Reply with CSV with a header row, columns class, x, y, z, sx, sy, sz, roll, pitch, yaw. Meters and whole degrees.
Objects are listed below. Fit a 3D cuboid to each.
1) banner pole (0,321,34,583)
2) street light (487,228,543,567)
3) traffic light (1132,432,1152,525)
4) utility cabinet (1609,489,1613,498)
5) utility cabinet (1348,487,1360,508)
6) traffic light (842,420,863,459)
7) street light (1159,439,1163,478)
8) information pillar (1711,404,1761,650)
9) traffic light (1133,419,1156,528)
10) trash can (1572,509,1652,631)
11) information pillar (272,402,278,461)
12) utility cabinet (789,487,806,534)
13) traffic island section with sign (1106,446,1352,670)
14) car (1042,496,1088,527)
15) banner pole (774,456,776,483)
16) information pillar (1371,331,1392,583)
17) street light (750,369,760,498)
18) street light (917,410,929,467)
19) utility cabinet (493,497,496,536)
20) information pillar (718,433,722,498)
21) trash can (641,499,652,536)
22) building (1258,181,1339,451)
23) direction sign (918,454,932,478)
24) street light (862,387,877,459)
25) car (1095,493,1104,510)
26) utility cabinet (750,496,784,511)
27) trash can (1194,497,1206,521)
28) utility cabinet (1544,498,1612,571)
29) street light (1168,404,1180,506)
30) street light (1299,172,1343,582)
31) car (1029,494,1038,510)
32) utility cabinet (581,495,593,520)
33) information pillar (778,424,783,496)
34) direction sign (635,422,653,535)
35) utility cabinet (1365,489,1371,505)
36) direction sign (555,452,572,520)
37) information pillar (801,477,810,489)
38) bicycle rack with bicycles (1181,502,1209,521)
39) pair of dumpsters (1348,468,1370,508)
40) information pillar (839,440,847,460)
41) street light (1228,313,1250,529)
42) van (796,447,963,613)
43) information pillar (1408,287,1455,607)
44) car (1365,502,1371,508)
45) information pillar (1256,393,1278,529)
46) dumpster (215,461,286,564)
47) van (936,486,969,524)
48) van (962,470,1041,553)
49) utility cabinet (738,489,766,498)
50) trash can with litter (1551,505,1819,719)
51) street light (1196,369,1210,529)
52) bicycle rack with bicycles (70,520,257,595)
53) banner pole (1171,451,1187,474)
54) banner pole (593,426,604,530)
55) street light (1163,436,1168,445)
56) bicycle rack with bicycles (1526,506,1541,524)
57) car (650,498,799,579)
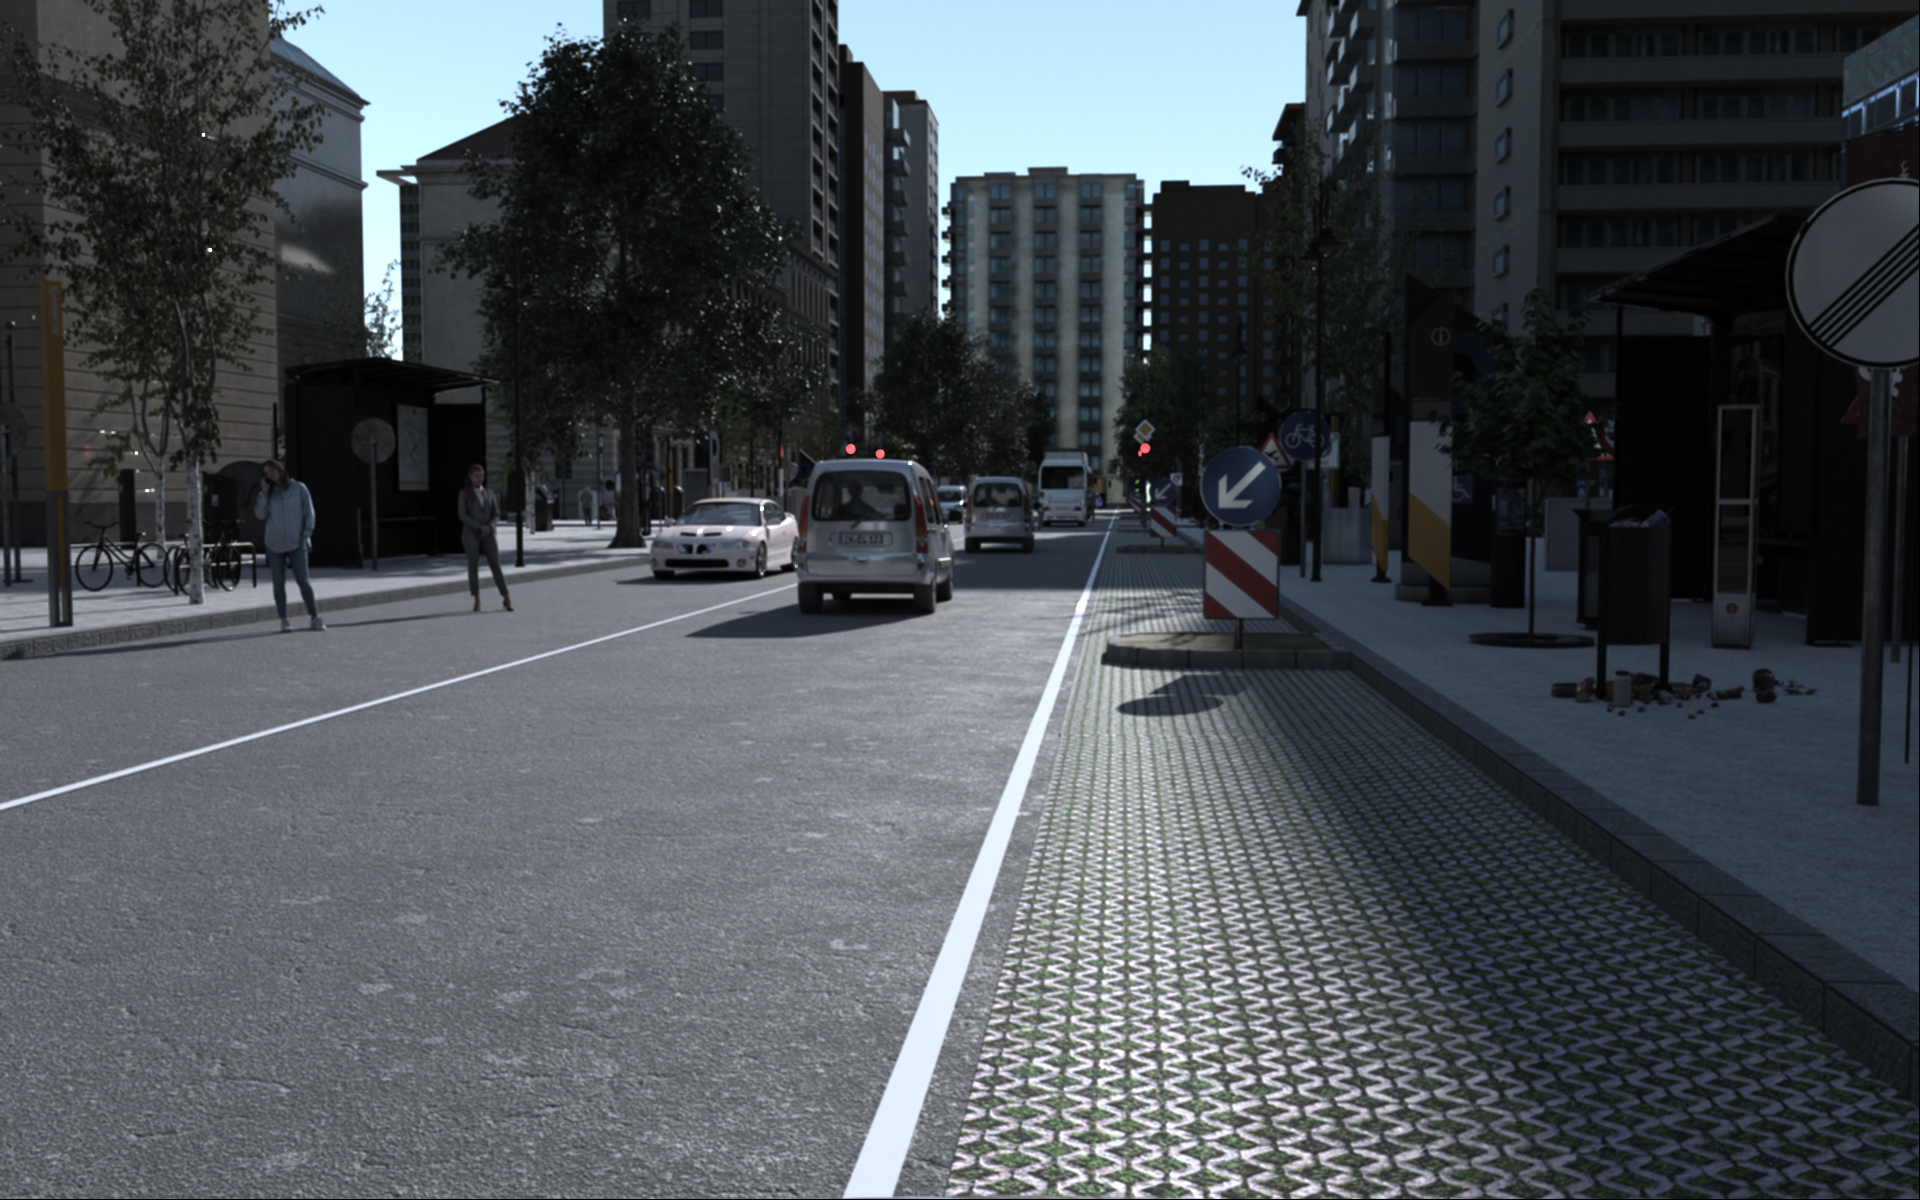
class,x,y,z,sx,sy,sz,roll,pitch,yaw
banner pole,-13.820,-2.135,24.920,0.401,3.779,0.863,2,4,24
street light,-7.770,-3.524,30.409,0.468,5.910,1.993,0,4,5
traffic light,7.633,-5.119,72.613,0.839,4.253,0.868,0,4,5
utility cabinet,30.934,-4.461,81.622,0.318,1.500,1.173,3,5,39
utility cabinet,12.063,-2.800,54.453,1.173,1.500,0.318,-2,4,-35
traffic light,-4.077,-4.694,65.669,0.839,4.253,0.868,0,4,5
street light,14.887,-9.487,127.896,0.468,5.910,1.993,0,4,5
information pillar,6.458,-0.607,14.412,0.304,2.012,0.304,2,4,30
traffic light,6.888,-4.633,64.662,0.839,4.253,0.868,0,4,5
trash can,6.167,-0.289,16.380,0.748,1.137,0.748,0,3,0
information pillar,-17.594,-3.254,44.554,0.183,3.616,0.504,-2,4,-25
utility cabinet,-5.236,-2.855,55.362,0.318,1.500,1.173,-1,4,-15
traffic island section with sign,2.273,-0.391,15.027,1.989,1.847,2.006,0,4,5
car,4.649,-3.962,77.145,2.083,1.381,4.827,0,4,5
banner pole,-12.108,-7.541,113.313,0.401,3.779,0.863,0,4,-4
information pillar,6.119,-2.069,25.181,0.183,3.616,0.504,0,4,-8
street light,-5.974,-4.704,49.692,0.468,5.910,1.993,0,4,5
street light,-1.985,-7.346,92.900,0.468,5.910,1.993,0,4,5
utility cabinet,-13.972,-2.468,51.517,0.306,1.237,1.020,-1,4,-18
information pillar,-9.316,-4.576,66.179,0.504,3.616,0.183,-1,4,-13
trash can,-9.781,-2.535,53.096,0.748,1.137,0.748,0,3,0
building,49.287,-36.681,249.843,14.200,45.320,14.600,0,4,5
direction sign,-1.962,-6.447,97.405,0.876,3.537,0.379,-2,4,-25
street light,-3.836,-6.185,73.912,0.468,5.910,1.993,0,4,5
car,12.296,-9.195,159.921,1.945,1.707,3.694,0,4,5
utility cabinet,-5.990,-2.608,53.803,1.020,1.237,0.306,-1,4,-21
trash can,11.672,-4.418,83.884,0.748,1.137,0.748,0,3,0
utility cabinet,10.289,-1.082,28.858,1.020,1.237,0.306,0,4,7
street light,11.011,-7.080,88.553,0.468,5.910,1.993,0,4,5
street light,5.233,-3.210,25.272,0.468,5.910,1.993,0,4,5
car,6.254,-7.867,140.422,2.131,1.459,4.920,0,4,4
utility cabinet,-18.425,-4.543,85.440,0.306,1.237,1.020,-2,4,-29
information pillar,-5.865,-3.995,56.669,0.183,3.616,0.504,0,4,1
direction sign,-9.917,-3.818,54.420,0.876,3.537,0.379,3,5,43
utility cabinet,19.018,-4.411,80.792,0.318,1.500,1.173,-1,4,-17
direction sign,-19.734,-5.764,86.233,0.876,3.537,0.379,1,4,16
information pillar,-7.691,-4.988,86.038,0.304,2.012,0.304,-2,4,-28
bicycle rack with bicycles,11.793,-4.120,80.742,2.925,0.926,2.852,-2,4,-33
pair of dumpsters,12.768,-3.421,58.429,1.574,2.255,4.437,0,4,6
information pillar,-5.105,-5.163,75.764,0.504,3.616,0.183,3,5,44
street light,7.108,-4.373,44.286,0.468,5.910,1.993,0,4,5
van,-1.013,-0.930,22.212,2.013,2.044,4.112,0,4,4
information pillar,5.398,-1.739,19.787,0.504,3.616,0.183,1,4,17
car,16.489,-3.347,67.298,3.894,1.354,1.945,0,4,5
information pillar,7.096,-2.985,40.158,0.504,3.616,0.183,1,4,21
dumpster,-12.323,-1.541,30.954,1.264,1.857,1.865,0,4,5
van,-0.491,-4.731,84.366,2.013,2.044,4.112,0,4,7
van,1.024,-2.237,43.594,2.013,2.044,4.112,0,4,4
utility cabinet,-8.943,-4.018,74.378,1.173,1.500,0.318,-1,4,-17
trash can with litter,4.638,0.009,10.917,2.233,1.210,1.678,-1,4,-21
street light,8.945,-5.574,63.918,0.468,5.910,1.993,0,4,5
bicycle rack with bicycles,-10.558,-0.601,23.215,2.852,0.926,2.925,1,4,11
banner pole,12.818,-6.746,100.309,0.863,3.779,0.401,0,4,2
banner pole,-13.059,-4.456,62.873,0.401,3.779,0.863,0,4,7
street light,13.111,-8.282,108.199,0.468,5.910,1.993,0,4,5
bicycle rack with bicycles,20.067,-2.759,58.486,2.852,0.926,2.925,3,5,43
car,-4.078,-1.122,30.703,2.083,1.381,4.827,0,4,6
